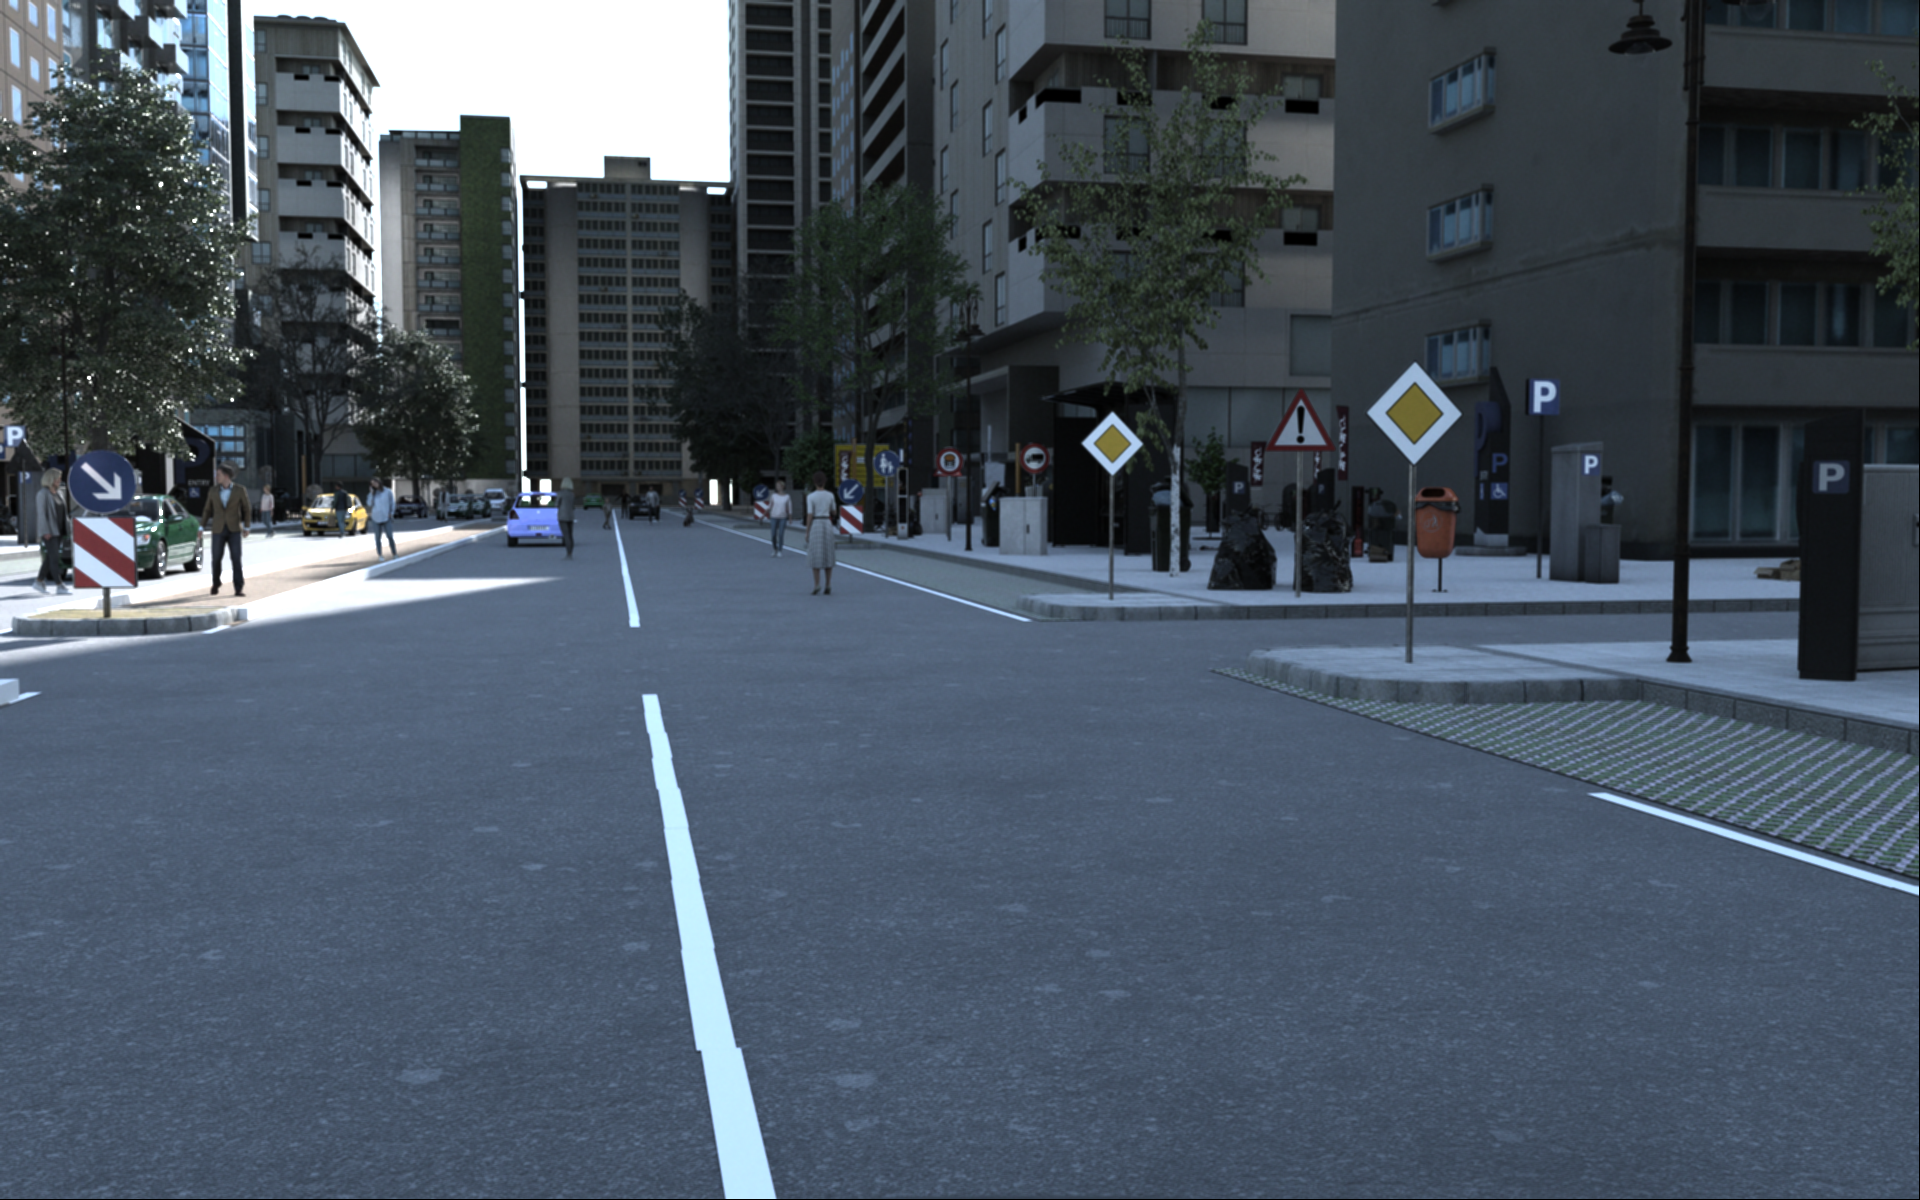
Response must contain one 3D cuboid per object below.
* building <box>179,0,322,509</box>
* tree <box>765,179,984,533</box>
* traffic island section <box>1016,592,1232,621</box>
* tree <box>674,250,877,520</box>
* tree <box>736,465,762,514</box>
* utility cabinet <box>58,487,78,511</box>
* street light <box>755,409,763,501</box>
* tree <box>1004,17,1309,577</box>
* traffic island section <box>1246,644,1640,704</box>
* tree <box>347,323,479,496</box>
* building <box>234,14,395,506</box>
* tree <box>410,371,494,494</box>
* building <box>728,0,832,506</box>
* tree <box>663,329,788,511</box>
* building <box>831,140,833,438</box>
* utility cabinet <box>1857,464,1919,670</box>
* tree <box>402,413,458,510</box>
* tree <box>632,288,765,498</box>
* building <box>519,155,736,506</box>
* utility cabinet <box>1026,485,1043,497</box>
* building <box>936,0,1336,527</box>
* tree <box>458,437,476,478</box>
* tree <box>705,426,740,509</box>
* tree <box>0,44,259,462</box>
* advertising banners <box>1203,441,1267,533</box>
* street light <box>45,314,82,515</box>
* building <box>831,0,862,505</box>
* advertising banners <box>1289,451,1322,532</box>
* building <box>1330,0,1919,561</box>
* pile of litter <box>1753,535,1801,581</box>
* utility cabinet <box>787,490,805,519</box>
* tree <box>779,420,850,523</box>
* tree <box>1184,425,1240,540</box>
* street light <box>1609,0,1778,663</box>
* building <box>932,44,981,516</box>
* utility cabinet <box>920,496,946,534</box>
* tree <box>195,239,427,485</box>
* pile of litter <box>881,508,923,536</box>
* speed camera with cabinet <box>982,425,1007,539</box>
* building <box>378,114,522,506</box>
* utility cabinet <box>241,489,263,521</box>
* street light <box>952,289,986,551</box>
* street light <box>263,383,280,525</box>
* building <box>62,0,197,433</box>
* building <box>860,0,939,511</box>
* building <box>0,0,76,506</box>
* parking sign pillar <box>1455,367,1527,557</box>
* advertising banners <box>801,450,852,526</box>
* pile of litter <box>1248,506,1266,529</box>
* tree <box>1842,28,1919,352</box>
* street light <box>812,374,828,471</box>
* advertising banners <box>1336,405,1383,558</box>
[{"bbox_3d":[-69.442,-50.405,136.801,31.000,86.520,22.319,-1,4,-11],"label":"building"},{"bbox_3d":[-2.930,-8.042,57.236,9.928,11.665,9.643,0,3,0],"label":"tree"},{"bbox_3d":[1.852,0.077,21.014,2.009,0.180,2.903,-1,4,-11],"label":"traffic island section"},{"bbox_3d":[-9.262,-10.812,87.149,12.009,13.543,11.850,0,3,0],"label":"tree"},{"bbox_3d":[-13.839,-7.312,114.152,1.663,3.219,1.824,0,3,0],"label":"tree"},{"bbox_3d":[-28.372,-2.870,55.609,0.318,1.500,1.173,2,4,31],"label":"utility cabinet"},{"bbox_3d":[-10.980,-7.452,94.620,0.468,5.910,1.993,-1,4,-11],"label":"street light"},{"bbox_3d":[3.101,-4.667,26.667,4.737,8.622,4.395,0,3,0],"label":"tree"},{"bbox_3d":[3.434,0.556,13.187,2.009,0.180,2.903,-1,4,-11],"label":"traffic island section"},{"bbox_3d":[-40.261,-13.508,127.516,9.857,13.997,8.962,0,3,0],"label":"tree"},{"bbox_3d":[-77.512,-36.849,191.724,27.495,52.752,28.713,-1,4,-11],"label":"building"},{"bbox_3d":[-46.502,-14.683,158.198,7.486,12.596,7.792,0,3,0],"label":"tree"},{"bbox_3d":[-15.738,-46.614,200.397,20.611,71.187,20.563,-1,4,-11],"label":"building"},{"bbox_3d":[-17.879,-13.863,133.313,9.857,13.997,8.962,0,3,0],"label":"tree"},{"bbox_3d":[-4.734,-28.840,155.135,14.154,41.232,14.086,-1,4,-11],"label":"building"},{"bbox_3d":[6.802,-0.244,12.673,1.173,1.500,0.318,-1,4,-22],"label":"utility cabinet"},{"bbox_3d":[-42.388,-11.426,137.177,4.360,8.622,3.978,0,3,0],"label":"tree"},{"bbox_3d":[-23.455,-18.472,157.902,12.611,20.169,13.585,0,3,0],"label":"tree"},{"bbox_3d":[-38.570,-31.177,201.630,23.993,40.220,32.217,-1,4,-11],"label":"building"},{"bbox_3d":[1.903,-2.206,44.744,0.318,1.500,1.173,0,4,-5],"label":"utility cabinet"},{"bbox_3d":[14.389,-30.133,81.914,28.713,52.752,27.495,-1,4,-11],"label":"building"},{"bbox_3d":[-48.304,-13.166,165.631,4.360,8.622,3.978,0,3,0],"label":"tree"},{"bbox_3d":[-19.755,-11.838,143.914,4.737,8.622,4.395,0,3,0],"label":"tree"},{"bbox_3d":[-25.403,-8.816,50.797,9.857,13.997,8.962,0,3,0],"label":"tree"},{"bbox_3d":[9.161,-3.760,57.665,2.074,3.025,0.090,0,4,1],"label":"advertising banners"},{"bbox_3d":[-23.097,-4.401,44.739,0.468,5.910,1.993,-1,4,-11],"label":"street light"},{"bbox_3d":[-2.663,-30.018,140.906,14.600,45.320,14.200,-1,4,-11],"label":"building"},{"bbox_3d":[11.463,-3.744,57.398,0.090,3.025,2.074,-1,4,-17],"label":"advertising banners"},{"bbox_3d":[21.338,-25.715,44.150,21.600,48.544,21.300,-1,4,-11],"label":"building"},{"bbox_3d":[12.574,-0.739,26.041,1.176,0.858,1.719,2,4,33],"label":"pile of litter"},{"bbox_3d":[-8.584,-4.953,89.656,1.173,1.500,0.318,-3,4,-36],"label":"utility cabinet"},{"bbox_3d":[-6.297,-5.704,76.969,4.285,4.588,4.351,0,3,0],"label":"tree"},{"bbox_3d":[7.177,-3.313,48.767,1.663,3.219,1.824,0,3,0],"label":"tree"},{"bbox_3d":[5.504,-2.464,13.078,0.468,5.910,1.993,-1,4,-11],"label":"street light"},{"bbox_3d":[5.201,-20.447,106.011,14.160,30.474,14.107,-1,4,-11],"label":"building"},{"bbox_3d":[-0.823,-2.750,56.124,1.020,1.237,0.306,3,4,36],"label":"utility cabinet"},{"bbox_3d":[-31.048,-10.579,83.331,12.009,13.543,11.850,0,3,0],"label":"tree"},{"bbox_3d":[-1.833,-2.432,53.730,1.176,0.858,1.719,3,5,43],"label":"pile of litter"},{"bbox_3d":[0.982,-3.353,49.161,0.660,3.252,2.038,0,4,5],"label":"speed camera with cabinet"},{"bbox_3d":[-55.509,-30.931,189.311,14.086,41.232,14.154,-1,4,-11],"label":"building"},{"bbox_3d":[-33.655,-4.486,82.033,1.173,1.500,0.318,0,3,0],"label":"utility cabinet"},{"bbox_3d":[0.195,-4.060,39.172,0.468,5.910,1.993,-1,4,-11],"label":"street light"},{"bbox_3d":[-28.672,-6.083,72.245,0.468,5.910,1.993,-1,4,-11],"label":"street light"},{"bbox_3d":[-58.359,-29.399,100.284,23.786,49.044,30.456,-1,4,-11],"label":"building"},{"bbox_3d":[4.939,-30.606,124.112,21.300,48.544,21.600,-1,4,-11],"label":"building"},{"bbox_3d":[-48.577,-25.998,75.172,14.600,45.320,14.200,-1,4,-11],"label":"building"},{"bbox_3d":[11.101,-2.914,36.121,1.447,3.967,1.447,0,4,4],"label":"parking sign pillar"},{"bbox_3d":[-5.333,-4.468,69.235,2.074,3.025,0.090,0,4,4],"label":"advertising banners"},{"bbox_3d":[10.675,-3.056,63.924,1.176,0.858,1.719,-1,4,-20],"label":"pile of litter"},{"bbox_3d":[15.977,-4.699,27.195,4.737,8.622,4.395,0,3,0],"label":"tree"},{"bbox_3d":[-5.424,-5.769,67.110,0.468,5.910,1.993,-1,4,-11],"label":"street light"},{"bbox_3d":[8.060,-2.373,34.994,0.090,3.025,2.074,3,5,39],"label":"advertising banners"}]
